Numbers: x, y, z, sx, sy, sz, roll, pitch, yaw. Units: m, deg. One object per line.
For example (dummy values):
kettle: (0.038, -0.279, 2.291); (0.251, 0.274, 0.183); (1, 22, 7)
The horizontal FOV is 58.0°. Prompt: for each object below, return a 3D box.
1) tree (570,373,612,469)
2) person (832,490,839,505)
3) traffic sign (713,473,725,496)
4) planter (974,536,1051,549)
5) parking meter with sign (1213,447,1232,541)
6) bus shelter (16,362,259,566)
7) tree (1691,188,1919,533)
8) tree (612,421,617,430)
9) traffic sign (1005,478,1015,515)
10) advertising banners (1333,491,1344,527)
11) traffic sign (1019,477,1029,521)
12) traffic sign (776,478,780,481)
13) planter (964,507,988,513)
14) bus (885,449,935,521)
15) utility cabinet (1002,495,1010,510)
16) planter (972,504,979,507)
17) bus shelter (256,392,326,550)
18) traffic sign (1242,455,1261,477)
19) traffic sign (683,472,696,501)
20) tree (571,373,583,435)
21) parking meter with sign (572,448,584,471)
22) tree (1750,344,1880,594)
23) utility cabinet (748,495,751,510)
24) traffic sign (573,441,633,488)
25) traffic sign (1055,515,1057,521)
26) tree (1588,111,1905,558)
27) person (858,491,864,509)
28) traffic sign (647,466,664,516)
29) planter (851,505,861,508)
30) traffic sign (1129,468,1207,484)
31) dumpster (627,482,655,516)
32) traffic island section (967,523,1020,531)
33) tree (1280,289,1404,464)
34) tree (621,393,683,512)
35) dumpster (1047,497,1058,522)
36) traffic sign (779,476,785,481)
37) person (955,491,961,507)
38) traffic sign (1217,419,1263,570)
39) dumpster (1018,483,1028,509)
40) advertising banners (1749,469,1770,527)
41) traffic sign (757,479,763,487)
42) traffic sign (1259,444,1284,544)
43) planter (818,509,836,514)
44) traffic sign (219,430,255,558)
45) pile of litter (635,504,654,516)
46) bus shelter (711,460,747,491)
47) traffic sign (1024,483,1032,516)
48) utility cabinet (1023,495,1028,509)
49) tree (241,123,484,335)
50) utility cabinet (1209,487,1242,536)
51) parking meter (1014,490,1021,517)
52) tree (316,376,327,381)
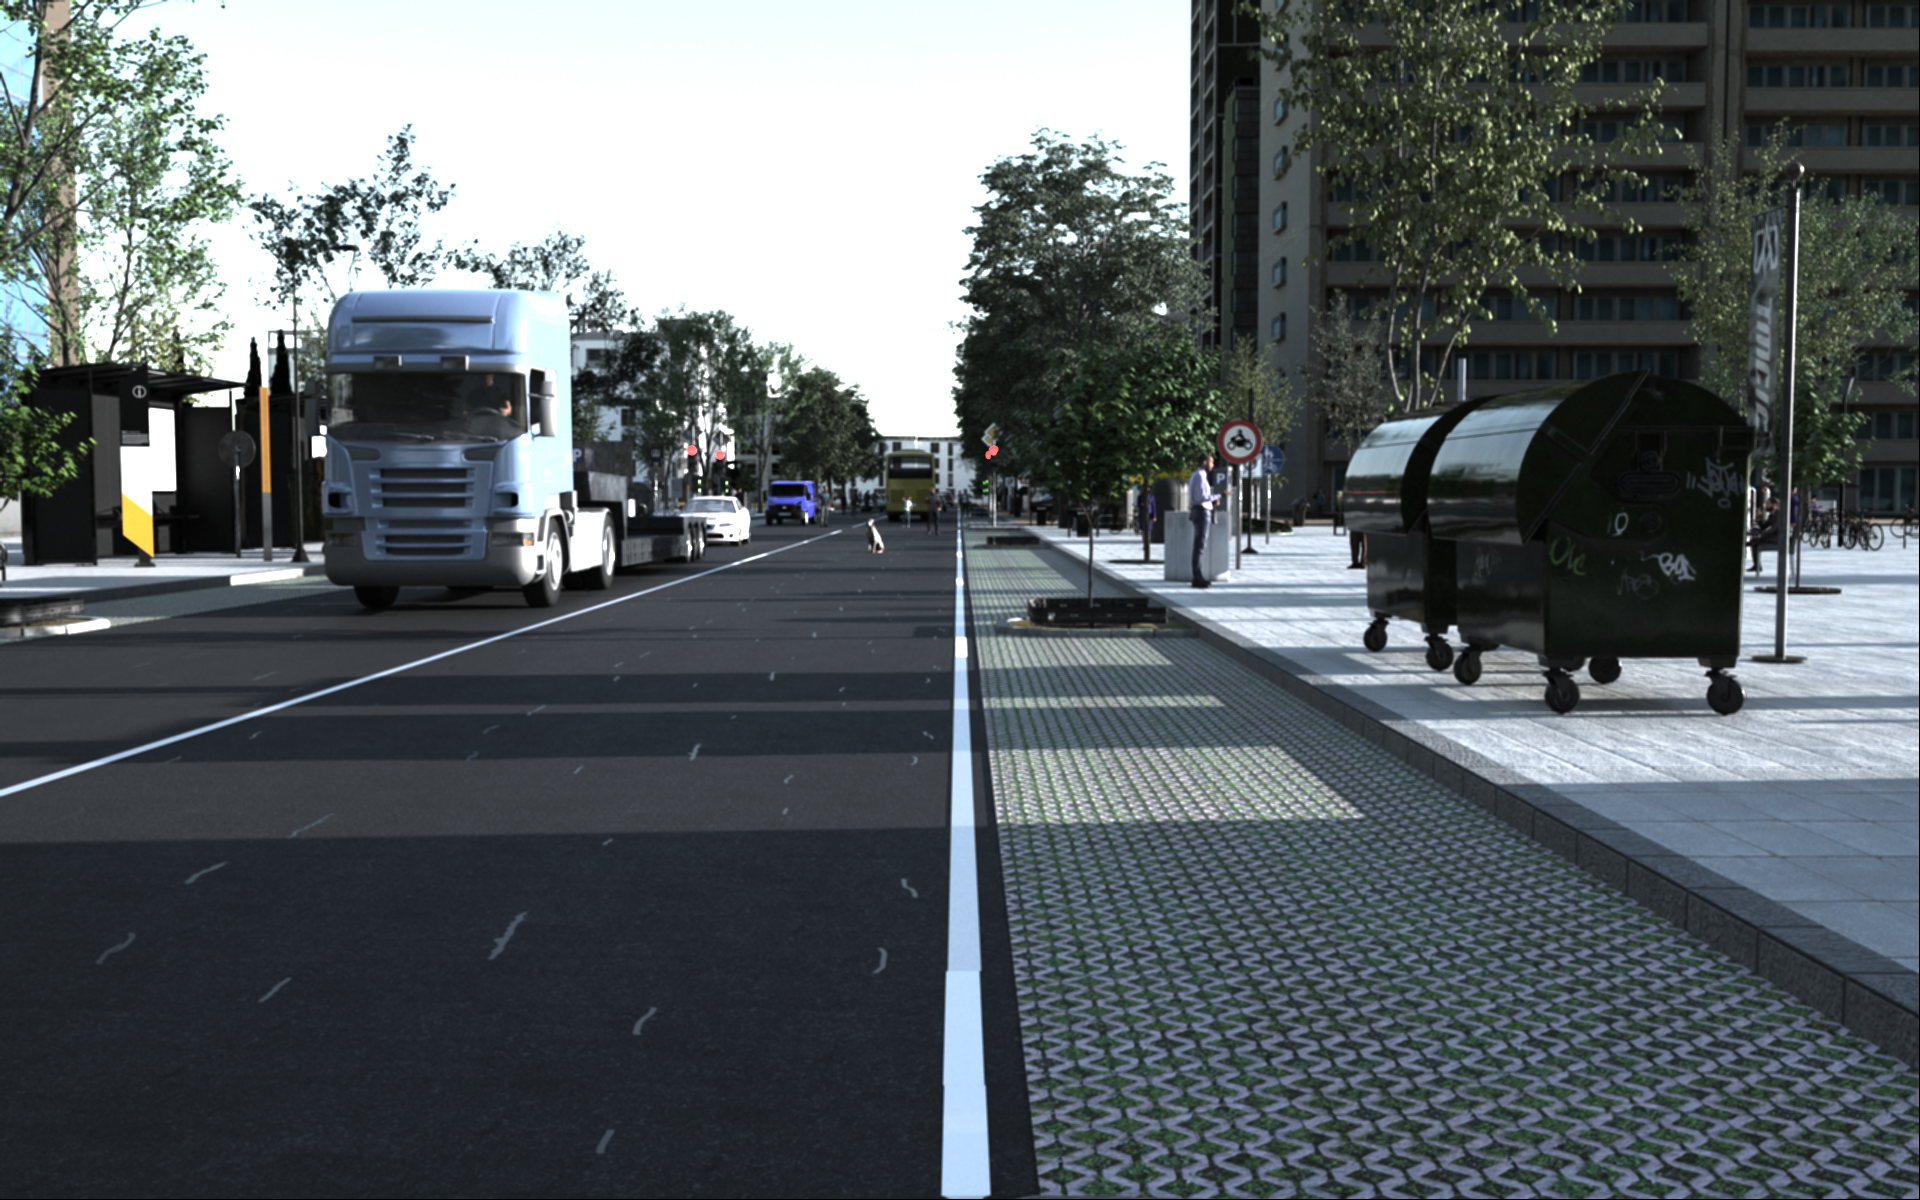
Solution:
tree: (-23.988, -9.410, 104.221); (4.737, 8.622, 4.395); (0, 3, 0)
person: (-15.240, -12.467, 210.668); (1.217, 1.735, 0.721); (2, 4, 32)
traffic sign: (-13.870, -6.100, 99.832); (0.768, 2.556, 0.104); (0, 4, 2)
planter: (1.354, -1.495, 45.583); (1.991, 0.319, 1.994); (0, 3, 0)
parking meter with sign: (7.214, -3.149, 47.745); (0.543, 3.016, 1.738); (1, 4, 18)
bus shelter: (-15.955, -2.605, 33.879); (1.731, 3.624, 6.357); (0, 3, 0)
tree: (28.444, -8.070, 57.703); (9.928, 11.665, 9.643); (0, 3, 0)
tree: (-24.336, -9.900, 112.221); (4.737, 8.622, 4.395); (0, 3, 0)
traffic sign: (3.047, -6.312, 105.324); (0.606, 2.300, 0.079); (0, 4, 6)
advertising banners: (15.435, -4.367, 67.591); (2.074, 3.025, 0.090); (-2, 4, -25)
traffic sign: (3.295, -5.095, 83.313); (0.884, 2.594, 0.081); (0, 4, 6)
traffic sign: (-14.105, -8.314, 136.039); (0.768, 2.556, 0.104); (0, 4, 2)
planter: (1.293, -6.547, 128.177); (1.991, 0.319, 1.994); (0, 3, 0)
bus: (-2.704, -6.283, 94.281); (2.896, 3.916, 12.252); (0, 4, -2)
utility cabinet: (3.814, -7.687, 136.841); (1.020, 1.237, 0.306); (3, 5, 43)
planter: (1.256, -9.583, 177.816); (1.991, 0.319, 1.994); (0, 3, 0)
bus shelter: (-15.817, -3.149, 42.772); (1.731, 3.624, 6.357); (0, 4, 0)
traffic sign: (7.358, -2.562, 44.025); (0.606, 2.300, 0.079); (0, 4, 4)
traffic sign: (-15.258, -5.980, 97.881); (0.768, 2.556, 0.104); (0, 4, 2)
tree: (-31.806, -13.061, 123.914); (12.009, 13.543, 11.850); (0, 3, 0)
parking meter with sign: (-14.845, -4.207, 65.048); (0.543, 3.016, 1.738); (2, 4, 25)
tree: (10.918, -1.701, 22.410); (1.663, 3.219, 1.824); (0, 3, 0)
utility cabinet: (-17.329, -7.912, 140.515); (0.306, 1.237, 1.020); (2, 4, 24)
traffic sign: (-13.668, -4.433, 66.345); (2.265, 3.308, 0.079); (0, 4, 2)
traffic sign: (4.629, -5.105, 83.581); (0.768, 2.556, 0.104); (0, 4, 3)
tree: (15.768, -5.121, 34.086); (4.737, 8.622, 4.395); (0, 3, 0)
person: (-9.727, -9.801, 169.536); (1.217, 1.735, 0.721); (-2, 4, -23)
traffic sign: (-13.813, -4.802, 78.617); (0.768, 2.556, 0.104); (0, 4, 2)
planter: (-10.232, -9.633, 178.639); (1.991, 0.319, 1.994); (0, 3, 0)
traffic sign: (5.946, -3.415, 49.701); (2.265, 3.308, 0.079); (0, 4, 8)
dumpster: (-15.380, -4.737, 83.210); (1.264, 1.857, 1.865); (0, 4, 0)
traffic island section: (1.338, -2.797, 68.017); (2.009, 0.180, 2.903); (0, 3, 0)
tree: (13.966, -6.791, 61.403); (4.360, 8.622, 3.978); (0, 3, 0)
tree: (-21.443, -10.501, 122.052); (4.360, 8.622, 3.978); (0, 3, 0)
dumpster: (4.612, -4.695, 79.255); (1.502, 2.255, 1.985); (0, 4, 0)
traffic sign: (-12.568, -7.468, 122.109); (0.884, 2.594, 0.081); (0, 4, 5)
person: (-0.043, -11.043, 189.049); (0.705, 1.824, 1.348); (3, 5, 44)
traffic sign: (4.732, -1.790, 29.368); (0.768, 2.556, 0.104); (0, 4, 4)
dumpster: (5.722, -9.052, 150.500); (1.502, 2.255, 1.985); (0, 3, 0)
advertising banners: (30.356, -4.318, 66.783); (2.074, 3.025, 0.090); (0, 4, -4)
traffic sign: (-16.040, -8.416, 137.599); (0.884, 2.594, 0.081); (1, 4, 9)
traffic sign: (7.875, -2.701, 44.264); (0.768, 2.556, 0.104); (0, 4, 6)
planter: (-10.200, -6.511, 127.587); (1.991, 0.319, 1.994); (0, 3, 0)
traffic sign: (-14.434, -2.109, 34.581); (0.768, 2.556, 0.104); (0, 4, 8)
pile of litter: (-14.028, -3.831, 76.607); (1.719, 0.858, 1.176); (1, 4, 16)
bus shelter: (-16.255, -8.007, 122.204); (1.731, 3.624, 6.357); (0, 4, 0)
traffic sign: (4.132, -6.130, 100.232); (0.884, 2.594, 0.081); (0, 4, 4)
utility cabinet: (5.686, -8.368, 147.971); (0.306, 1.237, 1.020); (-2, 4, -27)
tree: (-30.539, -14.279, 89.346); (12.611, 20.169, 13.585); (0, 3, 0)
utility cabinet: (7.982, -2.698, 52.784); (1.173, 1.500, 0.318); (0, 4, -4)
parking meter: (3.207, -5.404, 96.773); (0.372, 1.533, 0.369); (0, 3, 0)
tree: (-36.656, -9.268, 101.902); (4.360, 8.622, 3.978); (0, 3, 0)
